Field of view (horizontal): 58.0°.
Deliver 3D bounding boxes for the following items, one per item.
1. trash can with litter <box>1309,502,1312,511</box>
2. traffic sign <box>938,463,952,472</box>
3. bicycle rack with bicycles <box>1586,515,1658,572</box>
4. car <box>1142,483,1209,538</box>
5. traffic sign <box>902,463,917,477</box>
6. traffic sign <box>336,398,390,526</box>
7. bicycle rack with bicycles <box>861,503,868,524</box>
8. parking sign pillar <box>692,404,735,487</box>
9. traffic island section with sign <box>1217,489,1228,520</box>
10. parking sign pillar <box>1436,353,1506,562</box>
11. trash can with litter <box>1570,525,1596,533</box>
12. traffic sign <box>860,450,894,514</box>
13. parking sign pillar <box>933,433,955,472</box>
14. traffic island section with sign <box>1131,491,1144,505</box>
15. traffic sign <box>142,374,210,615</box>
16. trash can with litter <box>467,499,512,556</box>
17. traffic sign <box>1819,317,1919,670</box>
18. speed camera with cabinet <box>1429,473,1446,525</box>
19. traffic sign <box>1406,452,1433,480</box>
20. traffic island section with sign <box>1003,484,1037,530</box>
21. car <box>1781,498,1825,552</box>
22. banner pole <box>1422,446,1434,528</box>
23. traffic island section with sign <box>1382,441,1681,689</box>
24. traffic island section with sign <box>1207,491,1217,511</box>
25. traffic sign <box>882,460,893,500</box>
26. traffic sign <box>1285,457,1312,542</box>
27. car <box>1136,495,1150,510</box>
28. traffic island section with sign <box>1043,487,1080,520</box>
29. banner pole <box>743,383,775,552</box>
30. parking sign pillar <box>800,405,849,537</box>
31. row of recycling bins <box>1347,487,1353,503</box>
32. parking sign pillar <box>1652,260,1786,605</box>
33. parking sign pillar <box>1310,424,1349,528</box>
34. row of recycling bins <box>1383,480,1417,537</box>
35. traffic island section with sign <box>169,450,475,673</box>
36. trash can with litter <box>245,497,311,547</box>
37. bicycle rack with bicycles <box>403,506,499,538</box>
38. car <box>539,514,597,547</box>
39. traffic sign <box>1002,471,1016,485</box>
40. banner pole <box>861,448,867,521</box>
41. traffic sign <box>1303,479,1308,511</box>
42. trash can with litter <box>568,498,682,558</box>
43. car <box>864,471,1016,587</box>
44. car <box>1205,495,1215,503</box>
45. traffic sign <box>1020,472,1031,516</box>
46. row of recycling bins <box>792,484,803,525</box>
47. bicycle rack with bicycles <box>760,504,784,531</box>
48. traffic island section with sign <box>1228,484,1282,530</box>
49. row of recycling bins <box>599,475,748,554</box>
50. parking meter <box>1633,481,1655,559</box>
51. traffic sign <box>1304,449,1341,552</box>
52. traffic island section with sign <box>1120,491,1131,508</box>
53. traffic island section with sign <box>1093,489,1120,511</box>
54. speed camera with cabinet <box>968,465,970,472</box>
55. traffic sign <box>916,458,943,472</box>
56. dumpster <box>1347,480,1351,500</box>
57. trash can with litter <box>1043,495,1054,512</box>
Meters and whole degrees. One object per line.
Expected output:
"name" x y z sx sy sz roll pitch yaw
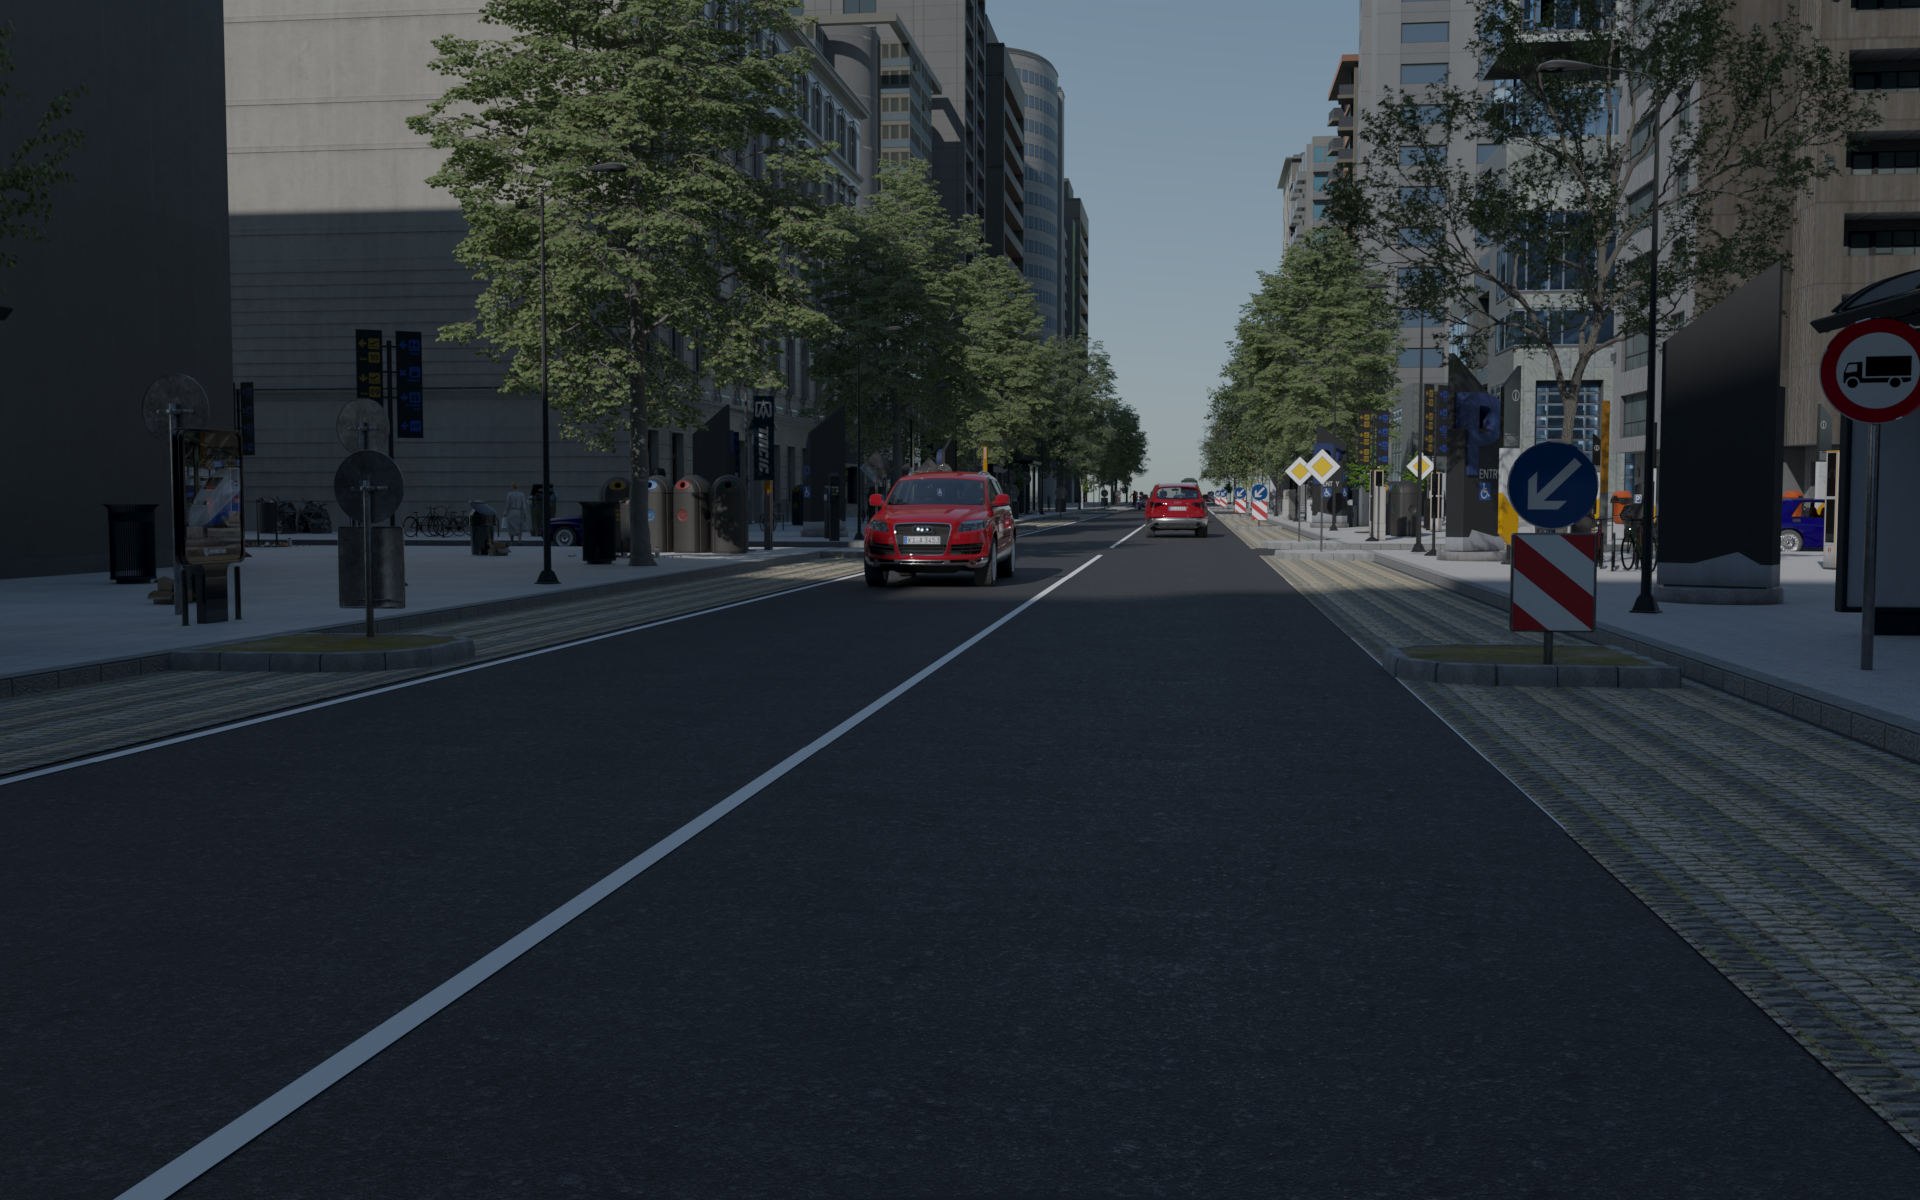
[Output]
"trash can with litter" 14.637 -3.566 69.688 1.055 1.170 0.624 0 4 -5
"traffic sign" -0.711 -4.402 72.077 0.768 2.556 0.104 1 4 13
"bicycle rack with bicycles" 11.758 -0.958 29.041 2.852 0.926 2.925 1 4 22
"car" 7.262 -3.038 58.339 2.281 1.827 5.304 0 4 6
"traffic sign" -2.107 -4.369 71.547 0.768 2.556 0.104 1 4 13
"traffic sign" -7.937 -1.401 23.015 0.768 2.556 0.104 1 4 11
"bicycle rack with bicycles" -2.902 -3.724 74.273 2.852 0.926 2.925 -1 4 -16
"parking sign pillar" -7.460 -3.917 52.518 1.447 3.967 1.447 2 4 28
"traffic island section with sign" 15.398 -5.339 95.928 1.989 1.847 2.006 0 4 8
"parking sign pillar" 9.987 -2.752 33.471 1.447 3.967 1.447 -3 4 -36
"trash can with litter" 18.118 -2.394 50.537 1.055 1.170 0.624 0 4 2
"traffic sign" -1.917 -2.213 39.821 0.795 2.450 0.064 0 4 8
"parking sign pillar" -0.599 -5.248 74.272 1.447 3.967 1.447 1 4 21
"traffic island section with sign" 23.269 -13.467 228.810 1.989 1.847 2.006 0 4 8
"traffic sign" -8.307 -1.115 18.338 0.768 2.556 0.104 0 4 8
"trash can with litter" -9.801 -1.519 36.222 1.055 1.170 0.624 2 4 35
"traffic sign" 6.617 -0.762 12.562 0.768 2.556 0.104 1 4 16
"speed camera with cabinet" 20.045 -4.782 72.527 0.660 3.252 2.038 1 4 20
"traffic sign" 12.561 -2.815 47.216 0.795 2.450 0.064 1 4 12
"traffic island section with sign" 2.097 -3.763 70.148 1.989 1.847 2.006 0 4 8
"car" 20.731 -1.738 41.003 3.894 1.354 1.945 1 4 8
"banner pole" 17.659 -4.581 64.917 0.401 3.779 0.863 -1 4 -13
"traffic island section with sign" 4.426 -0.312 13.733 1.989 1.847 2.006 0 4 8
"traffic island section with sign" 21.991 -8.363 145.358 1.989 1.847 2.006 0 4 8
"traffic sign" -2.722 -3.885 63.633 0.768 2.556 0.104 1 4 10
"traffic sign" 9.093 -2.615 46.392 0.795 2.450 0.064 0 4 8
"car" 17.195 -8.957 159.025 1.945 1.354 3.894 0 4 7
"traffic island section with sign" 5.697 -5.410 97.085 1.989 1.847 2.006 0 4 8
"banner pole" -4.544 -2.981 38.751 0.863 3.779 0.401 0 4 -2
"parking sign pillar" -4.065 -3.879 51.890 1.447 3.967 1.447 -3 5 -41
"row of recycling bins" 20.332 -5.009 89.010 3.534 1.692 1.069 3 4 37
"parking sign pillar" 9.044 -1.963 20.571 1.447 3.967 1.447 3 4 39
"parking sign pillar" 14.078 -4.735 65.896 1.447 3.967 1.447 3 5 43
"row of recycling bins" 13.683 -2.847 53.669 1.069 1.692 3.534 0 4 7
"traffic island section with sign" -5.289 -0.377 14.786 1.989 1.847 2.006 0 4 8
"trash can with litter" -17.143 -1.901 42.133 2.233 1.210 1.678 1 4 12
"bicycle rack with bicycles" -15.267 -2.354 51.870 2.925 0.926 2.852 -3 5 -41
"car" -8.893 -1.996 45.212 3.894 1.354 1.945 0 4 7
"traffic sign" 2.651 -5.740 93.959 0.768 2.556 0.104 1 4 16
"banner pole" -4.559 -5.661 82.580 0.401 3.779 0.863 1 4 14
"traffic sign" 18.432 -5.642 92.349 0.768 2.556 0.104 1 4 13
"trash can with litter" -6.902 -1.471 35.109 2.233 1.210 1.678 2 4 27
"car" -0.249 -1.216 28.553 2.281 1.827 5.304 0 4 7
"car" 38.875 -15.922 270.110 2.009 1.686 4.222 0 4 7
"traffic sign" 3.713 -6.078 99.483 0.768 2.556 0.104 1 4 12
"row of recycling bins" -6.065 -3.887 70.671 1.069 1.692 3.534 -1 4 -19
"bicycle rack with bicycles" -7.355 -2.872 60.346 2.852 0.926 2.925 0 4 6
"traffic island section with sign" 11.827 -3.705 69.209 1.989 1.847 2.006 0 4 8
"row of recycling bins" -6.285 -1.886 37.947 3.534 1.692 1.069 1 4 17
"parking meter" 13.450 -1.569 34.072 0.372 1.533 0.369 0 3 0
"traffic sign" 8.036 -2.131 38.477 0.795 2.450 0.064 0 4 8
"traffic island section with sign" 15.853 -10.065 173.193 1.989 1.847 2.006 0 4 8
"traffic island section with sign" 12.290 -8.431 146.474 1.989 1.847 2.006 0 4 8
"speed camera with cabinet" 0.203 -7.585 118.357 0.660 3.252 2.038 -1 4 -20
"traffic sign" -0.861 -2.697 47.736 0.795 2.450 0.064 0 4 8
"dumpster" 17.206 -4.737 79.950 1.502 2.255 1.985 0 4 8
"trash can with litter" 6.387 -6.751 121.430 1.678 1.210 2.233 1 4 8
